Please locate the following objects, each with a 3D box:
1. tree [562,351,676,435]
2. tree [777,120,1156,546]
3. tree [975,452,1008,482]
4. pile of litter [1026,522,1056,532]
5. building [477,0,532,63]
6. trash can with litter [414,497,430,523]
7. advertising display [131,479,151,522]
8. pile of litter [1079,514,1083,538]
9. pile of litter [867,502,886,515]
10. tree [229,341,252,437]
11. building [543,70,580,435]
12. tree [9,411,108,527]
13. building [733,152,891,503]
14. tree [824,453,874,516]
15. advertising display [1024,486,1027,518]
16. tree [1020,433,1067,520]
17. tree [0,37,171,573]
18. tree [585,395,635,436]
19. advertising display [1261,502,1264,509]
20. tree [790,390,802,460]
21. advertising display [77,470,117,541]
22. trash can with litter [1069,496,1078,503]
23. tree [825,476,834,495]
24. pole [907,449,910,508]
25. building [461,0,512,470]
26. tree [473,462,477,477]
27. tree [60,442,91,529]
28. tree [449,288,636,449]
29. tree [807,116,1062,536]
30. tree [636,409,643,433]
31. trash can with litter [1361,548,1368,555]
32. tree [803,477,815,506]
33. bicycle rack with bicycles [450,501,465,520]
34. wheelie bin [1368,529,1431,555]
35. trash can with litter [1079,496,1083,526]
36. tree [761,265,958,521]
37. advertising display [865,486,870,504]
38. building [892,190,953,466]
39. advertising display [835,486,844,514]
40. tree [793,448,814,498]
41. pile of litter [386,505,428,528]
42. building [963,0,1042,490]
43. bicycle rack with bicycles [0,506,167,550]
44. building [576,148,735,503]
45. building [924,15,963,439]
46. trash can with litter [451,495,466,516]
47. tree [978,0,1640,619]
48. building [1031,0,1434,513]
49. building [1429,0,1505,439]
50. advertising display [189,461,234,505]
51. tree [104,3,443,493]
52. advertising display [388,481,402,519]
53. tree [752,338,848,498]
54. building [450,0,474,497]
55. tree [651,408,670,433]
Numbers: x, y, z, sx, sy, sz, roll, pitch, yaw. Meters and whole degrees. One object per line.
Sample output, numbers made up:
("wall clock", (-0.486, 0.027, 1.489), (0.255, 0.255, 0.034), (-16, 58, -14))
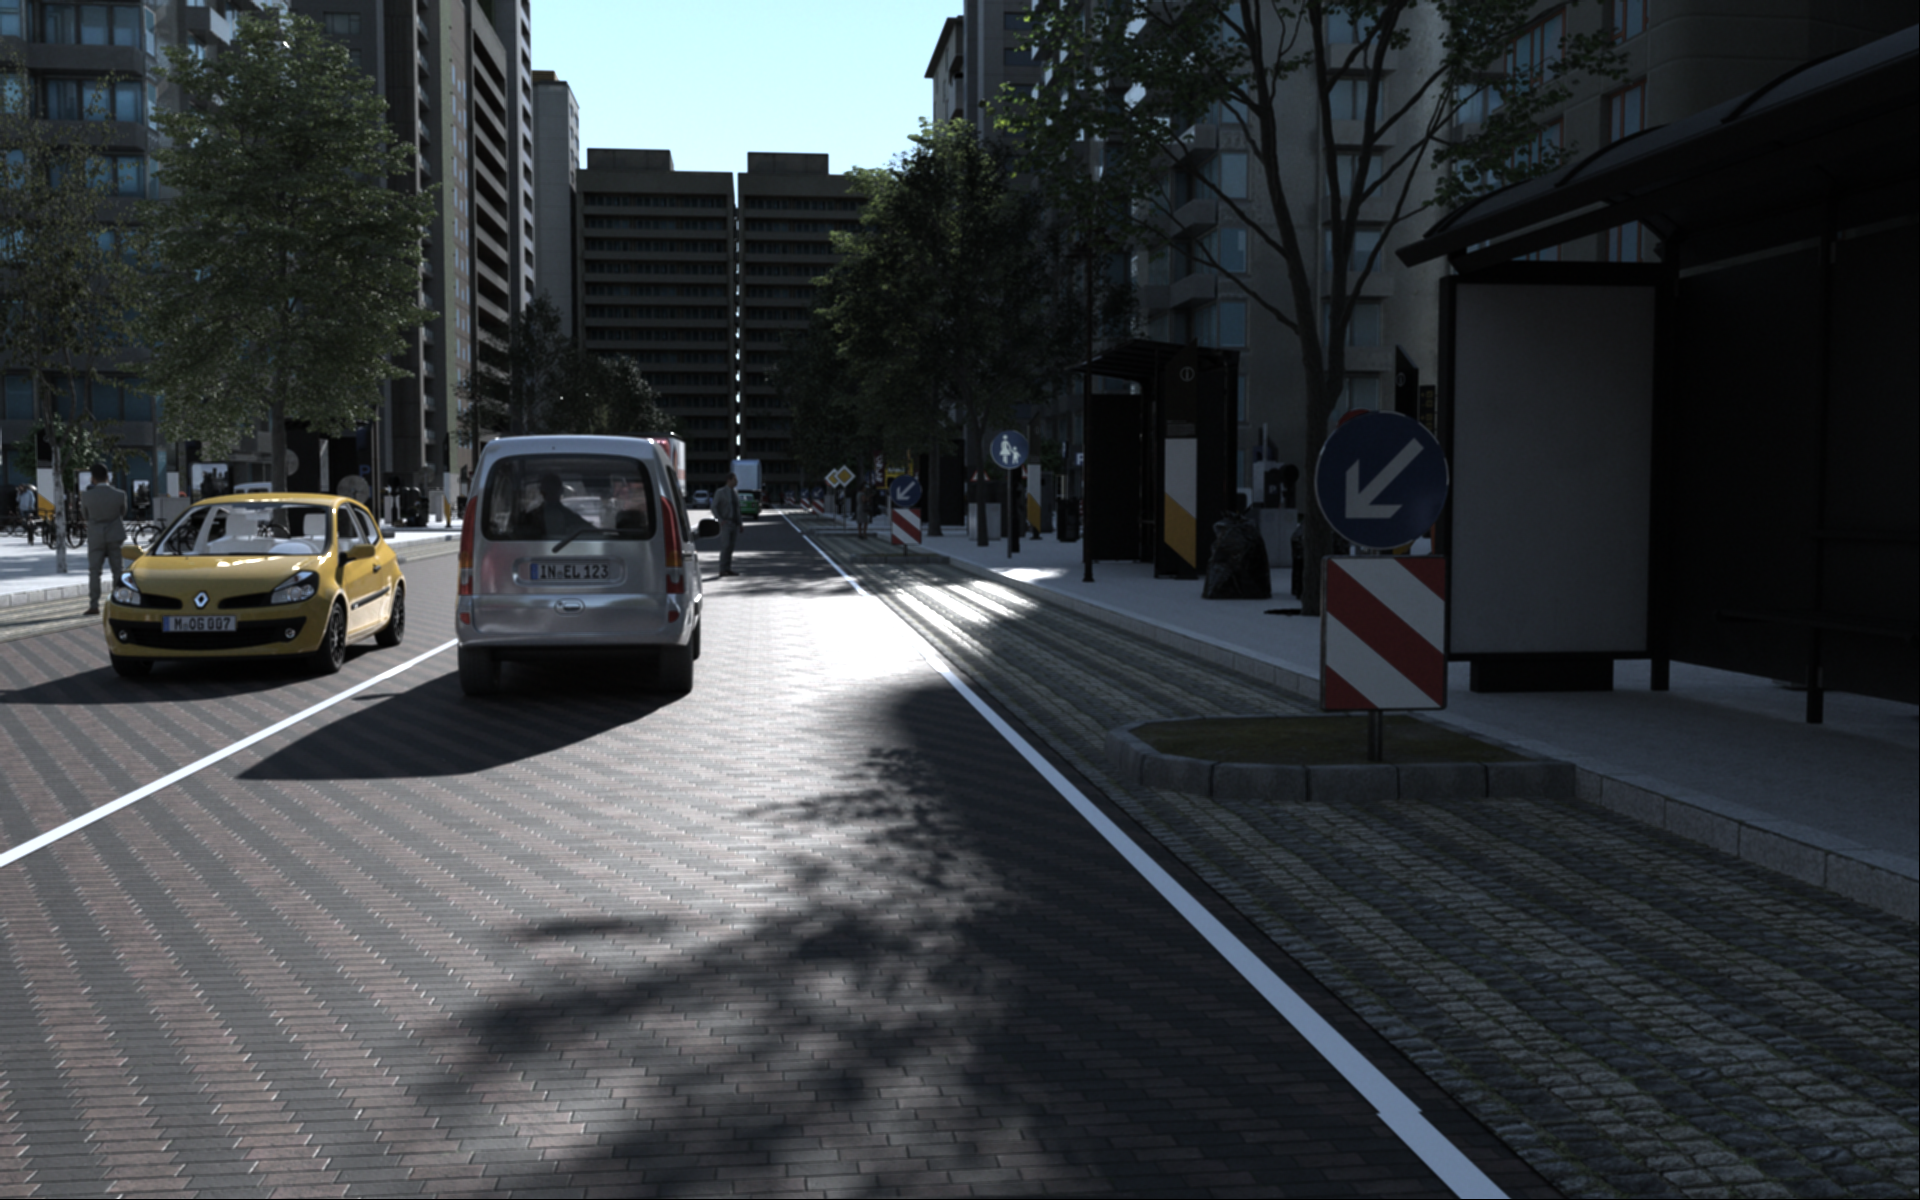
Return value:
("tree", (-27.581, -13.615, 139.619), (9.611, 12.733, 9.660), (0, 3, 0))
("tree", (0.625, -6.617, 42.604), (8.767, 10.594, 7.601), (0, 4, 6))
("tree", (1.209, -5.045, 77.089), (1.663, 3.219, 1.824), (0, 3, 0))
("pile of litter", (2.494, -2.771, 59.263), (1.719, 0.858, 1.176), (0, 4, -7))
("building", (-60.829, -39.443, 186.897), (28.212, 58.520, 21.231), (0, 4, -7))
("trash can with litter", (-23.746, -3.983, 76.514), (0.624, 1.170, 1.055), (-1, 4, -13))
("advertising display", (-36.247, -4.369, 76.650), (0.123, 1.923, 0.974), (1, 4, 19))
("pile of litter", (4.019, -2.237, 50.539), (1.176, 0.858, 1.719), (-1, 4, -18))
("pile of litter", (-5.431, -5.604, 105.590), (1.176, 0.858, 1.719), (3, 4, 36))
("tree", (-33.655, -7.749, 77.056), (4.360, 8.622, 3.978), (0, 3, 0))
("building", (-67.701, -42.877, 243.030), (28.212, 58.520, 21.231), (0, 4, -7))
("tree", (-35.386, -5.159, 68.055), (4.285, 4.588, 4.351), (0, 3, 0))
("building", (-21.074, -38.230, 248.762), (21.600, 48.544, 21.300), (0, 4, -7))
("tree", (-6.334, -7.229, 101.900), (4.285, 4.588, 4.351), (0, 3, 0))
("advertising display", (3.456, -5.322, 92.232), (0.974, 1.923, 0.123), (1, 4, 17))
("tree", (3.659, -6.225, 85.486), (4.285, 4.588, 4.351), (0, 3, 0))
("tree", (-14.643, -4.737, 27.805), (4.360, 8.622, 3.978), (0, 3, 0))
("tree", (-25.233, -10.586, 123.446), (4.360, 8.622, 3.978), (0, 3, 0))
("advertising display", (10.373, -3.243, 58.234), (0.123, 1.923, 0.974), (2, 4, 33))
("tree", (-8.798, -12.780, 127.083), (7.486, 12.596, 7.792), (0, 3, 0))
("advertising display", (-23.588, -2.580, 47.392), (0.974, 1.923, 0.123), (-2, 4, -25))
("trash can with litter", (6.547, -5.584, 102.683), (0.624, 1.170, 1.055), (-2, 4, -25))
("tree", (-10.050, -11.290, 134.959), (4.360, 8.622, 3.978), (0, 3, 0))
("pole", (-2.339, -5.141, 77.897), (0.158, 3.312, 0.155), (0, 3, 0))
("building", (-54.310, -32.867, 161.072), (21.300, 48.544, 21.600), (0, 4, -7))
("tree", (-34.840, -8.909, 129.374), (4.285, 4.588, 4.351), (0, 3, 0))
("tree", (-33.328, -4.291, 64.759), (1.663, 3.219, 1.824), (0, 3, 0))
("tree", (-19.457, -8.781, 77.984), (7.601, 10.594, 8.767), (0, 4, 1))
("tree", (-0.652, -8.201, 52.208), (7.486, 12.596, 7.792), (0, 3, 0))
("tree", (-23.203, -10.561, 107.078), (8.767, 10.594, 7.601), (2, 4, 24))
("trash can with litter", (7.554, -1.186, 30.785), (1.055, 1.170, 0.624), (-2, 4, -26))
("tree", (-16.292, -11.783, 187.253), (1.663, 3.219, 1.824), (0, 3, 0))
("bicycle rack with bicycles", (-24.064, -4.391, 85.168), (2.852, 0.926, 2.925), (1, 4, 11))
("wheelie bin", (7.079, -1.254, 28.418), (0.980, 1.594, 0.693), (0, 4, -5))
("trash can with litter", (4.798, -3.564, 69.322), (1.678, 1.210, 2.233), (-2, 4, -34))
("tree", (-4.869, -10.227, 84.217), (9.611, 12.733, 9.660), (0, 3, 0))
("advertising display", (-5.679, -6.264, 107.628), (0.974, 1.923, 0.123), (0, 4, 3))
("building", (-2.923, -36.550, 247.698), (14.200, 45.320, 14.600), (0, 4, -7))
("advertising display", (-7.621, -6.404, 109.913), (0.123, 1.923, 0.974), (2, 4, 27))
("tree", (-15.932, -14.245, 183.266), (4.737, 8.622, 4.395), (0, 3, 0))
("pile of litter", (-21.312, -3.228, 66.744), (1.719, 0.858, 1.176), (-2, 4, -34))
("building", (10.837, -37.983, 163.020), (21.231, 58.520, 28.212), (0, 4, -7))
("bicycle rack with bicycles", (-20.374, -1.691, 41.025), (2.852, 0.926, 2.925), (1, 4, 21))
("building", (-42.508, -38.067, 246.089), (21.600, 48.544, 21.300), (0, 4, -7))
("building", (11.624, -36.822, 191.270), (28.713, 52.752, 27.495), (0, 4, -7))
("trash can with litter", (-29.597, -5.527, 101.422), (2.233, 1.210, 1.678), (-3, 5, -40))
("tree", (3.827, -5.652, 18.168), (9.928, 11.665, 9.643), (0, 3, 0))
("building", (17.502, -31.121, 128.436), (23.786, 49.044, 30.456), (0, 4, -7))
("building", (23.751, -28.878, 91.762), (30.456, 49.044, 23.786), (0, 4, -7))
("advertising display", (-14.812, -1.780, 34.315), (0.974, 1.923, 0.123), (1, 4, 19))
("tree", (-15.690, -7.496, 40.682), (7.486, 12.596, 7.792), (0, 3, 0))
("advertising display", (-28.184, -4.963, 86.354), (0.974, 1.923, 0.123), (3, 4, 37))
("tree", (-18.258, -21.371, 205.297), (12.611, 20.169, 13.585), (0, 3, 0))
("building", (-48.891, -30.196, 143.807), (14.600, 45.320, 14.200), (0, 4, -7))
("tree", (-35.672, -17.410, 210.416), (9.928, 11.665, 9.643), (0, 3, 0))
